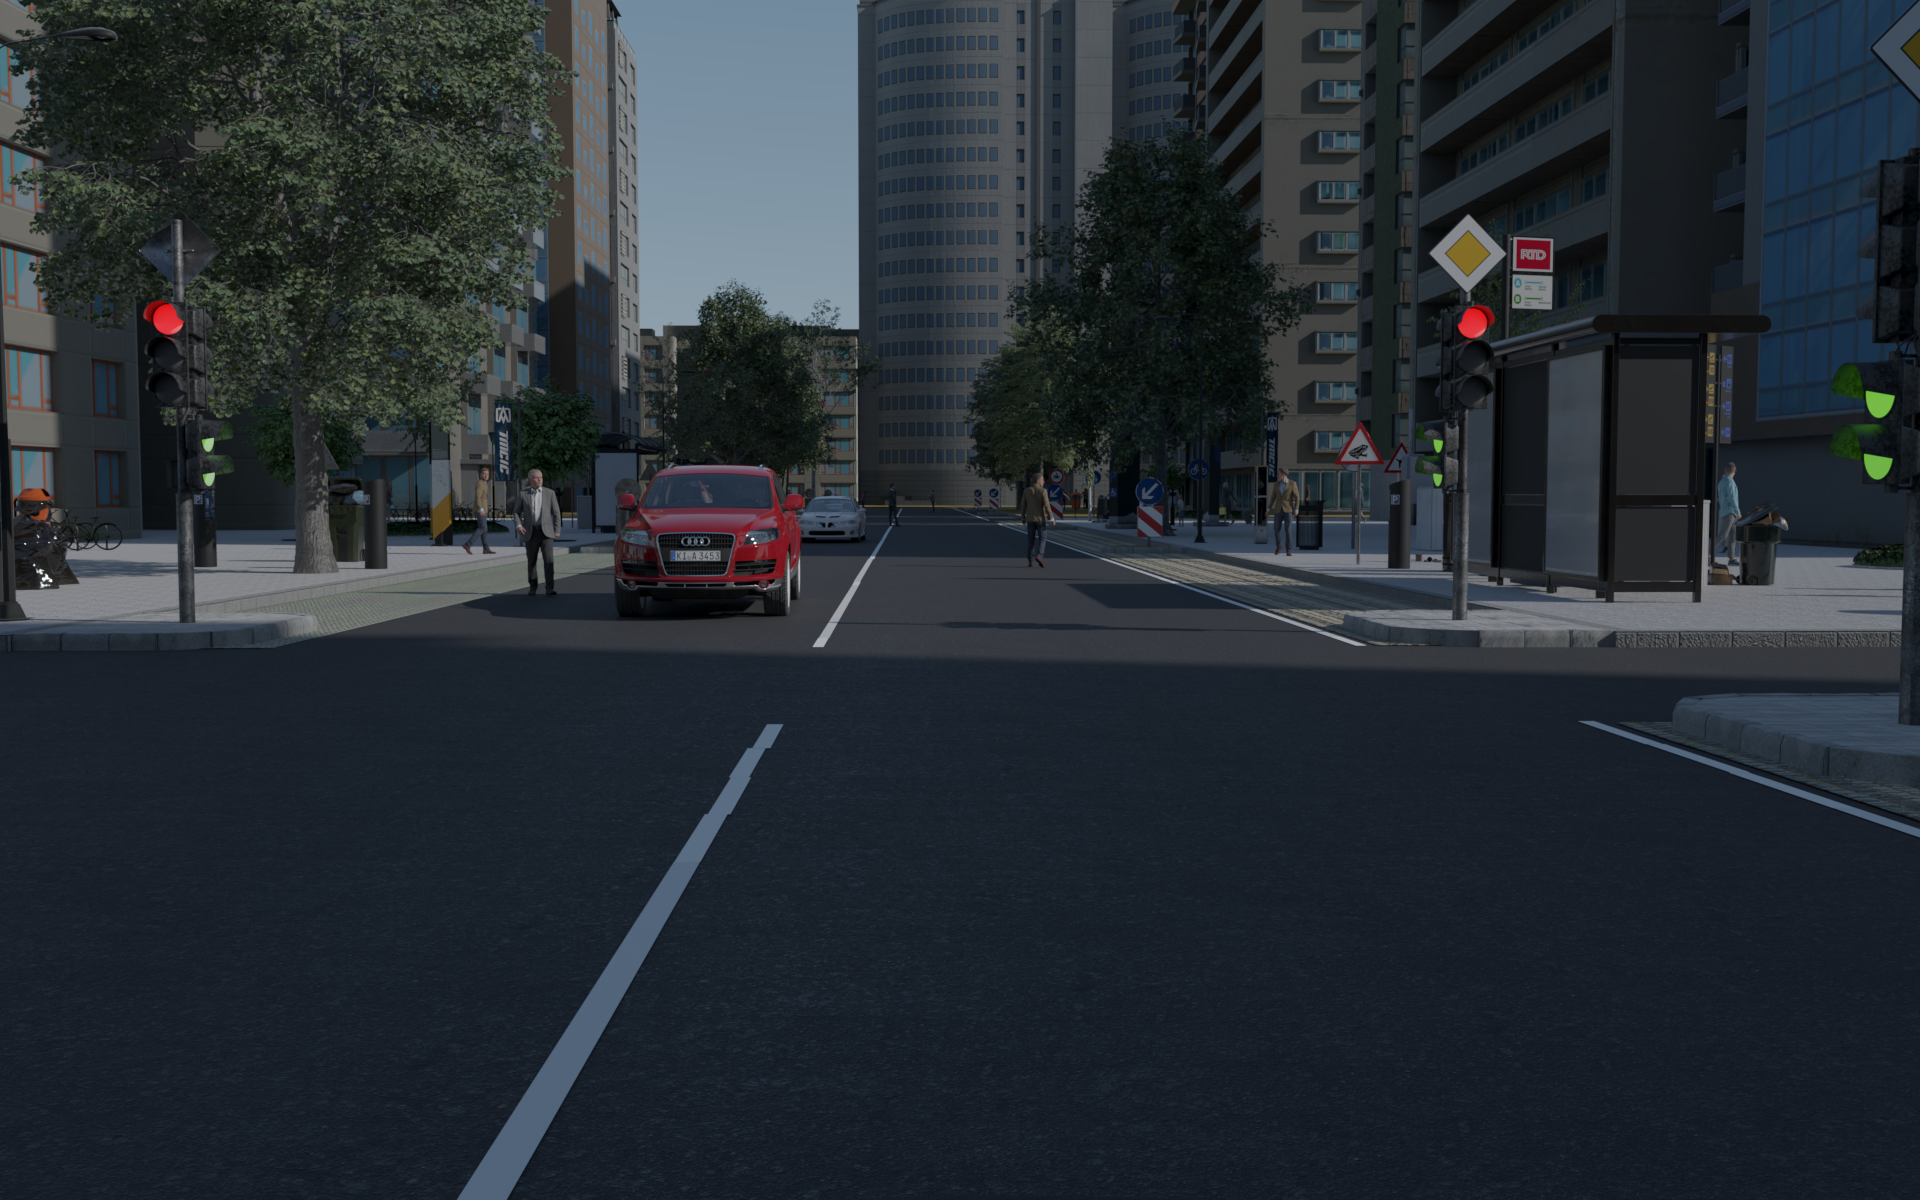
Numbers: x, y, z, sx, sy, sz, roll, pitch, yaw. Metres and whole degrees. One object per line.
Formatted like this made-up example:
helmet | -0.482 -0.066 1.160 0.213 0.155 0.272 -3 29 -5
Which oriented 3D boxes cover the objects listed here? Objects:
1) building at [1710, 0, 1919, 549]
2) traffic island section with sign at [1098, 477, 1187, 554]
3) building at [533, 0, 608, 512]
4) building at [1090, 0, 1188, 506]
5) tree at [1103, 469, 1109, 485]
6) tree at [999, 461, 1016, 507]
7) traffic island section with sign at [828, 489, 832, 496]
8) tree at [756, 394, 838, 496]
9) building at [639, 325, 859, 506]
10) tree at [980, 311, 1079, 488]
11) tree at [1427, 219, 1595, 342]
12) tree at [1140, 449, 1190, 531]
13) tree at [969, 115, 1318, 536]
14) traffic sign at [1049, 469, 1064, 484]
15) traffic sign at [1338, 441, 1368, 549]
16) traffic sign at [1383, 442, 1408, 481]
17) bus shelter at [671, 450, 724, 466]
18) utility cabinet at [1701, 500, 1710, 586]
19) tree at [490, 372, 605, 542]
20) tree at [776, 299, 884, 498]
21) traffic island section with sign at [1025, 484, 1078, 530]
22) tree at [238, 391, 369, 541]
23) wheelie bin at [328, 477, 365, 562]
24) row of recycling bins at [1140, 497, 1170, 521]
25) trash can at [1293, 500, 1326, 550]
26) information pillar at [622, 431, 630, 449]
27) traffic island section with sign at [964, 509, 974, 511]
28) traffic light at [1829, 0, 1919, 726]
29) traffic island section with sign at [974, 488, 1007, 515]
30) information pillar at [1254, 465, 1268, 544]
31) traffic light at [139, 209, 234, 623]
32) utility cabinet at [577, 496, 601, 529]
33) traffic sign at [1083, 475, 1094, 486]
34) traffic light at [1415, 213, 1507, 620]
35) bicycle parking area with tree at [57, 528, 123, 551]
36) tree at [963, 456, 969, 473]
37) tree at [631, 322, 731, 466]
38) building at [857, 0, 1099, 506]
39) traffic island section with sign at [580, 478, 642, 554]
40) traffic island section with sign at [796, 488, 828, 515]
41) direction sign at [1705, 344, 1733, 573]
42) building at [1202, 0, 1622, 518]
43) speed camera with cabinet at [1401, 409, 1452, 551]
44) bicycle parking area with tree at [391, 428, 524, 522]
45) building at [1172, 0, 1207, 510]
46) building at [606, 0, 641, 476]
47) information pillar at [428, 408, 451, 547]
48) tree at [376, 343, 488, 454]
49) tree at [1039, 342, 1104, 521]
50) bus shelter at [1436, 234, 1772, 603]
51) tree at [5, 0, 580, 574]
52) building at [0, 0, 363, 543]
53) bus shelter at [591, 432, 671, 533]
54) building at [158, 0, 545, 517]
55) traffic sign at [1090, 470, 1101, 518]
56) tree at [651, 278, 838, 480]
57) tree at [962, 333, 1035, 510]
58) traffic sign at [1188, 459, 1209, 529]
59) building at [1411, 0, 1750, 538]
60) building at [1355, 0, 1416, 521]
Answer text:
building | 27.734 -23.815 39.488 14.200 45.320 14.600 0 4 -2
traffic island section with sign | 4.414 -2.055 42.233 1.989 1.847 2.006 0 4 -2
building | -34.207 -29.261 128.527 14.600 45.320 14.200 0 4 -2
building | 30.605 -40.297 200.862 28.212 58.520 21.231 0 4 -2
tree | 6.912 -4.709 71.589 1.663 3.219 1.824 0 3 0
tree | 3.889 -13.268 167.290 4.737 8.622 4.395 0 3 0
traffic island section with sign | -11.102 -8.446 146.727 1.989 1.847 2.006 0 4 -2
tree | -14.293 -12.532 139.309 8.767 10.594 7.601 -3 4 -36
building | -26.229 -21.925 203.515 28.899 21.520 27.650 0 4 -2
tree | 5.203 -11.320 103.208 7.486 12.596 7.792 0 3 0
tree | 14.920 -5.926 47.252 4.737 8.622 4.395 0 3 0
tree | 7.125 -4.053 60.867 1.663 3.219 1.824 0 3 0
tree | 6.137 -8.319 53.028 9.611 12.733 9.660 0 3 0
traffic sign | 4.904 -5.378 88.039 0.768 2.556 0.104 0 3 0
traffic sign | 9.191 -2.466 40.432 0.768 2.556 0.104 0 4 1
traffic sign | 11.057 -2.658 43.465 0.884 2.594 0.081 0 4 0
bus shelter | -12.598 -5.447 82.989 2.014 3.302 5.546 0 4 -2
utility cabinet | 9.948 -0.780 23.908 1.020 1.237 0.306 -3 4 -38
tree | -11.147 -3.857 46.768 4.285 4.588 4.351 0 3 0
tree | -12.862 -18.972 166.087 12.611 20.169 13.585 0 3 0
traffic island section with sign | 3.632 -3.714 69.352 1.989 1.847 2.006 0 4 -2
tree | -18.052 -3.912 47.679 4.285 4.588 4.351 0 3 0
wheelie bin | -11.621 -1.523 32.812 0.980 1.594 0.693 0 4 -4
row of recycling bins | 8.597 -4.560 81.668 3.534 1.692 1.069 -2 4 -30
trash can | 8.029 -1.721 39.785 0.748 1.137 0.748 0 3 0
information pillar | -12.372 -4.457 64.227 0.183 3.616 0.504 1 4 16
traffic island section with sign | 1.389 -8.484 147.348 1.989 1.847 2.006 0 4 -2
traffic light | 5.299 -1.262 9.547 0.839 4.253 0.868 0 4 -2
traffic island section with sign | 2.192 -6.772 119.357 1.989 1.847 2.006 0 4 -2
information pillar | 7.736 -2.447 44.502 0.304 2.012 0.304 0 4 -1
traffic light | -7.685 -1.726 17.149 0.839 4.253 0.868 0 4 -2
utility cabinet | -13.480 -3.194 63.384 1.020 1.237 0.306 -2 4 -24
traffic sign | 6.838 -5.501 92.073 0.606 2.300 0.079 0 4 0
traffic light | 5.070 -1.750 17.529 0.839 4.253 0.868 0 4 -2
bicycle parking area with tree | -22.456 -3.038 36.678 9.016 4.147 8.231 0 4 7
tree | 5.036 -12.774 125.861 9.611 12.733 9.660 0 3 0
tree | -12.234 -7.642 75.308 4.360 8.622 3.978 0 3 0
building | 2.381 -40.298 200.864 28.212 58.520 21.231 0 4 -2
traffic island section with sign | -8.126 -2.062 42.349 1.989 1.847 2.006 0 4 -2
traffic island section with sign | -10.331 -6.784 119.545 1.989 1.847 2.006 0 4 -2
direction sign | 11.554 -2.110 26.492 0.876 3.537 0.379 -3 5 -39
building | 28.670 -30.050 115.013 21.300 48.544 21.600 0 4 -2
speed camera with cabinet | 10.703 -2.767 39.584 0.660 3.252 2.038 0 4 -5
bicycle parking area with tree | -22.539 -5.551 77.757 9.016 4.147 8.231 3 4 37
building | 28.994 -29.707 140.334 22.147 44.769 28.867 0 4 -2
building | -34.695 -28.310 146.466 14.086 41.232 14.154 0 4 -2
information pillar | -12.689 -3.117 42.319 0.504 3.616 0.183 1 4 17
tree | -20.100 -7.092 66.311 4.737 8.622 4.395 0 3 0
tree | 5.910 -8.033 81.710 4.737 8.622 4.395 0 3 0
bus shelter | 8.288 -2.869 24.535 2.179 5.291 8.768 0 4 -2
tree | -10.442 -7.401 27.664 9.857 13.997 8.962 0 3 0
building | -37.626 -12.836 54.903 27.650 21.520 28.899 0 4 -2
bus shelter | -11.353 -3.985 59.076 2.014 3.302 5.546 0 4 -2
building | -38.455 -29.749 105.997 23.786 49.044 30.456 0 4 -2
traffic sign | 7.130 -5.634 92.227 0.768 2.556 0.104 0 4 2
tree | -11.847 -10.719 92.267 9.611 12.733 9.660 0 3 0
tree | 4.874 -14.224 139.218 9.857 13.997 8.962 0 3 0
traffic sign | 8.631 -3.828 62.700 0.768 2.556 0.104 0 4 1
building | 29.420 -26.678 59.884 21.300 48.544 21.600 0 4 -2
building | 27.010 -19.234 86.183 14.160 30.474 14.107 0 4 -2
